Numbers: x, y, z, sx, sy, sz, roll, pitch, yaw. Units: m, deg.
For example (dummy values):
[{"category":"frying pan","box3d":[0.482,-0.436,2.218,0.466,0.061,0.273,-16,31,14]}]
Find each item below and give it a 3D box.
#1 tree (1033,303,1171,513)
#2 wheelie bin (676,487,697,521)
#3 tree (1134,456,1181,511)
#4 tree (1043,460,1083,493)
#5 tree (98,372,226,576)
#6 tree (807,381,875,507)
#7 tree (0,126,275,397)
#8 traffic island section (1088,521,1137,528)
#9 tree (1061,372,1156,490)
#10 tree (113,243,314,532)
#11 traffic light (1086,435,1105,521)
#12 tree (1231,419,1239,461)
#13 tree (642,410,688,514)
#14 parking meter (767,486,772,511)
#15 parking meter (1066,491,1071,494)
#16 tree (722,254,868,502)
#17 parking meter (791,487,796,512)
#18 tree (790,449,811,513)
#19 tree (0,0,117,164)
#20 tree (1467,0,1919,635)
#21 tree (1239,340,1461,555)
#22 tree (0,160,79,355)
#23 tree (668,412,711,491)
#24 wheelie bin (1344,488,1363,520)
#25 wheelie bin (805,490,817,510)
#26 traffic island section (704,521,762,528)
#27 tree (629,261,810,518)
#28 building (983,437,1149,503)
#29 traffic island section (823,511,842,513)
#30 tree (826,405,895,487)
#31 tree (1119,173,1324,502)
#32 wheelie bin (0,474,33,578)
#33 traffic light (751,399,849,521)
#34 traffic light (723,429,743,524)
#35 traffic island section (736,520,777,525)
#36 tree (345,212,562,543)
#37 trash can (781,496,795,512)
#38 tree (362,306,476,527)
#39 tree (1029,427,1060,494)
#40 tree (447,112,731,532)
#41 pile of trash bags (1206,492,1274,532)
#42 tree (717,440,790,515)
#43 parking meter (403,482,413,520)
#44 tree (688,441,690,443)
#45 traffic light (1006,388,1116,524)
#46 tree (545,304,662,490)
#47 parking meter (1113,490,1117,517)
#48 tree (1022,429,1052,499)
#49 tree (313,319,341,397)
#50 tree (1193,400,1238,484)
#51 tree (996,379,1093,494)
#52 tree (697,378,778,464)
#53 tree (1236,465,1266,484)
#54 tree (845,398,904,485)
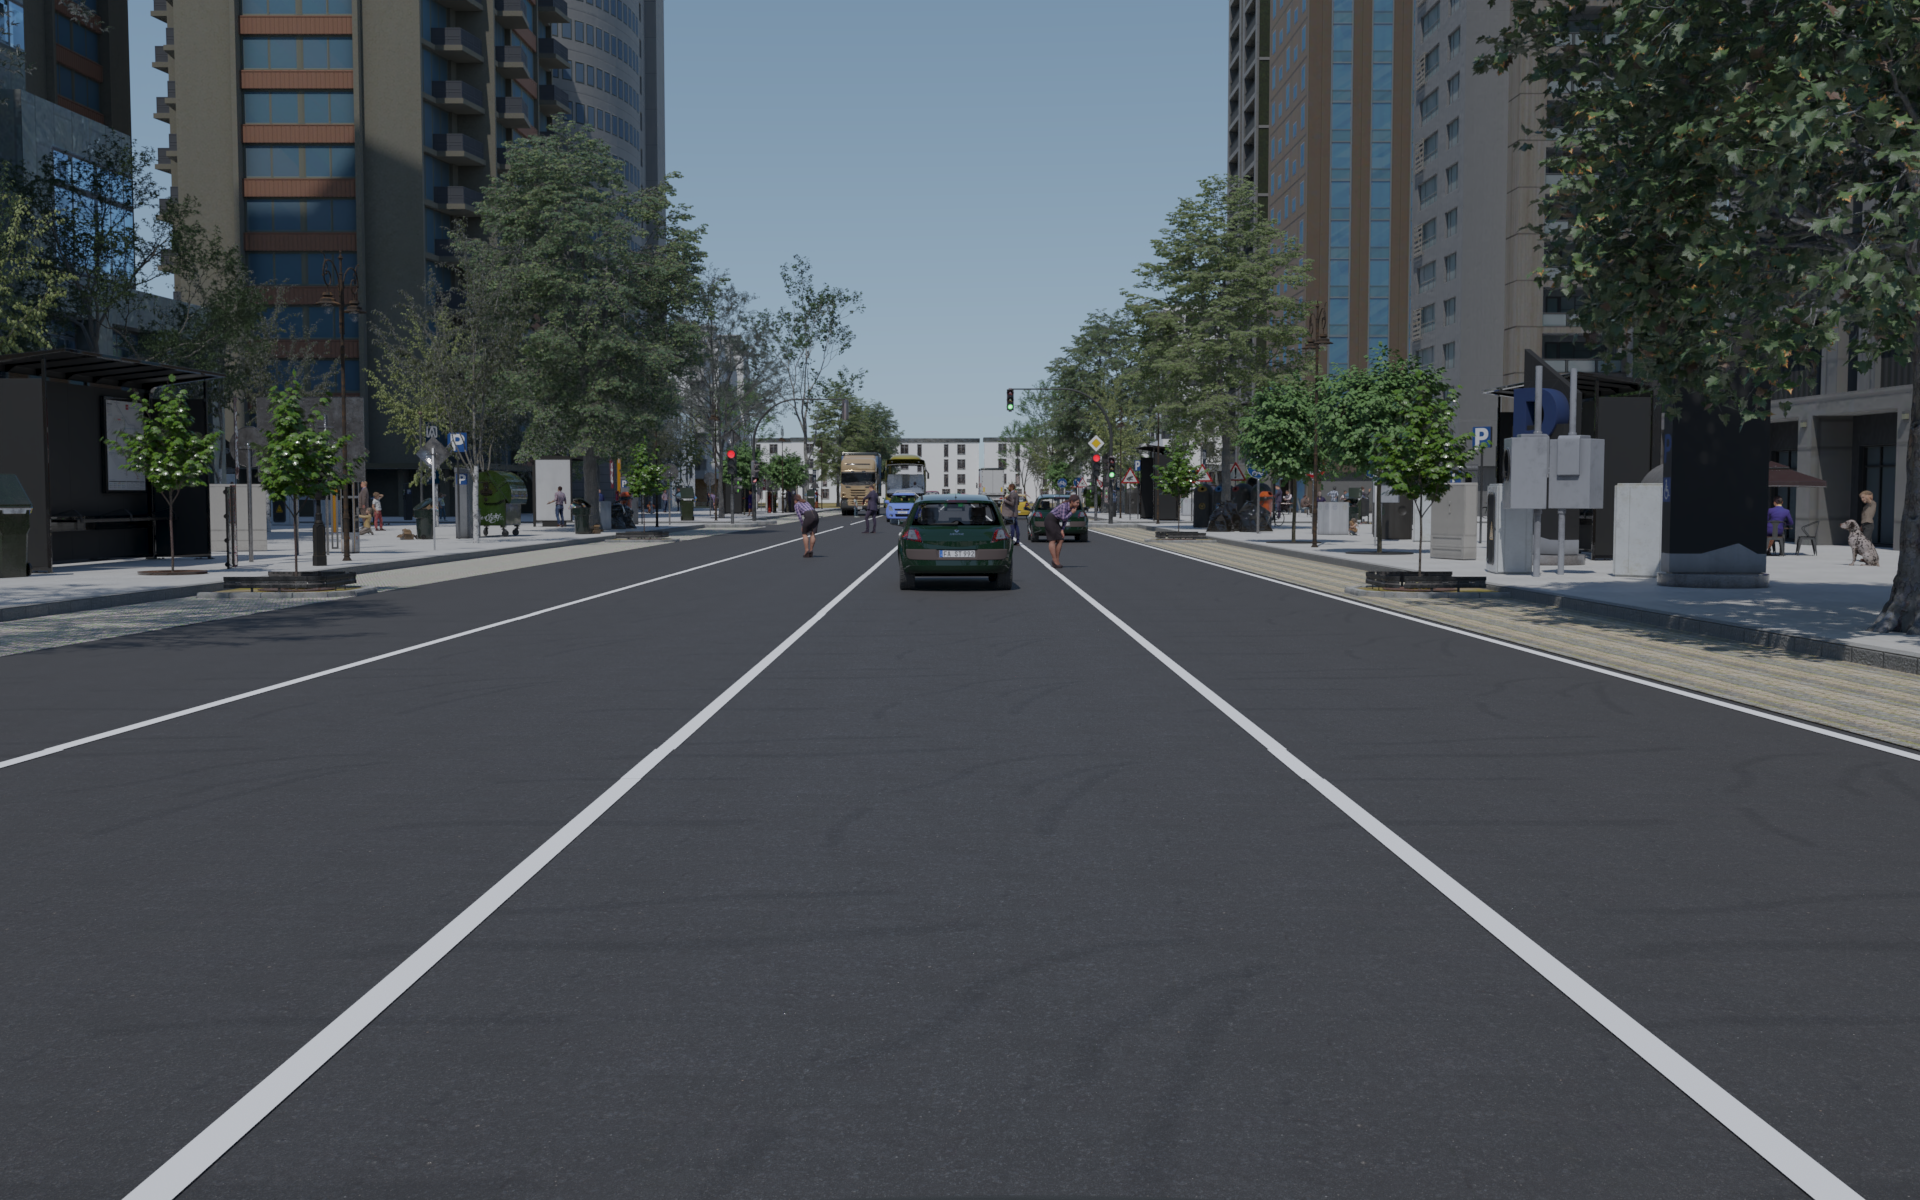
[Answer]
[{"category":"tree","box3d":[9.639,-12.779,115.586,9.857,13.997,8.962,0,3,0]},{"category":"wheelie bin","box3d":[-13.119,-4.590,82.962,0.980,1.594,0.693,-1,4,-18]},{"category":"tree","box3d":[15.731,-9.801,143.967,4.285,4.588,4.351,0,3,0]},{"category":"tree","box3d":[8.485,-9.848,144.729,4.285,4.588,4.351,0,3,0]},{"category":"tree","box3d":[-12.476,-2.019,27.606,1.663,3.219,1.824,0,3,0]},{"category":"tree","box3d":[-11.876,-15.552,172.402,7.486,12.596,7.792,0,3,0]},{"category":"tree","box3d":[-21.039,-6.663,43.344,8.767,10.594,7.601,0,4,4]},{"category":"traffic island section","box3d":[6.496,-3.195,74.518,2.009,0.180,2.903,0,3,0]},{"category":"tree","box3d":[9.406,-9.424,104.439,4.737,8.622,4.395,0,3,0]},{"category":"tree","box3d":[-21.744,-6.100,50.099,4.360,8.622,3.978,0,3,0]},{"category":"traffic light","box3d":[6.449,-5.717,82.390,0.839,4.253,0.868,0,3,0]},{"category":"tree","box3d":[8.754,-3.761,45.203,4.285,4.588,4.351,0,3,0]},{"category":"tree","box3d":[-22.316,-10.545,122.767,4.360,8.622,3.978,0,3,0]},{"category":"parking meter","box3d":[-14.041,-7.468,127.820,0.255,1.863,0.399,-2,4,-29]},{"category":"parking meter","box3d":[8.221,-7.537,131.641,0.372,1.533,0.369,0,3,0]},{"category":"tree","box3d":[-13.422,-17.359,139.703,12.611,20.169,13.585,0,3,0]},{"category":"parking meter","box3d":[-12.119,-7.353,125.924,0.399,1.863,0.255,-2,4,-27]},{"category":"tree","box3d":[-11.867,-8.249,118.581,4.285,4.588,4.351,0,3,0]},{"category":"tree","box3d":[-12.504,-6.345,14.108,12.009,13.543,11.850,0,3,0]},{"category":"tree","box3d":[9.030,-6.048,15.901,9.611,12.733,9.660,0,3,0]},{"category":"tree","box3d":[9.078,-3.266,37.106,4.285,4.588,4.351,0,3,0]},{"category":"tree","box3d":[-21.444,-5.329,37.495,4.737,8.622,4.395,0,3,0]},{"category":"tree","box3d":[-22.737,-11.872,144.468,4.737,8.622,4.395,0,3,0]},{"category":"wheelie bin","box3d":[19.491,-4.750,85.578,0.980,1.594,0.693,1,4,10]},{"category":"wheelie bin","box3d":[-12.034,-8.039,139.345,0.980,1.594,0.693,0,4,-7]},{"category":"traffic island section","box3d":[-9.805,-3.194,74.509,2.009,0.180,2.903,0,3,0]},{"category":"tree","box3d":[-12.745,-11.063,91.257,12.009,13.543,11.850,0,3,0]},{"category":"building","box3d":[17.484,-19.455,260.239,28.070,9.664,9.099,0,3,0]},{"category":"traffic island section","box3d":[-9.529,-6.803,134.088,1.991,0.108,1.994,0,3,0]},{"category":"tree","box3d":[-12.344,-18.545,220.216,9.611,12.733,9.660,0,3,0]},{"category":"tree","box3d":[9.186,-8.818,62.295,7.486,12.596,7.792,0,3,0]},{"category":"wheelie bin","box3d":[-14.766,-1.142,26.582,0.693,1.594,0.980,1,4,20]},{"category":"traffic light","box3d":[-7.681,-6.589,82.396,4.771,5.953,1.251,0,3,0]},{"category":"traffic light","box3d":[-9.765,-5.227,74.374,0.839,4.253,0.868,0,3,0]},{"category":"traffic island section","box3d":[-9.813,-3.683,82.494,2.009,0.180,2.903,0,3,0]},{"category":"tree","box3d":[-12.812,-5.786,44.959,4.360,8.622,3.978,0,3,0]},{"category":"trash can","box3d":[-12.533,-6.906,124.568,0.748,1.137,0.748,0,3,0]},{"category":"tree","box3d":[-20.601,-7.141,67.117,4.737,8.622,4.395,0,3,0]},{"category":"tree","box3d":[9.009,-13.291,167.676,4.737,8.622,4.395,0,3,0]},{"category":"tree","box3d":[-12.482,-9.280,58.388,9.857,13.997,8.962,0,3,0]},{"category":"pile of trash bags","box3d":[9.921,-3.050,59.615,1.912,1.369,3.447,2,4,34]},{"category":"tree","box3d":[-13.009,-7.394,104.611,4.285,4.588,4.351,0,3,0]},{"category":"parking meter","box3d":[-27.017,-4.831,84.698,0.399,1.863,0.255,-3,5,-45]},{"category":"tree","box3d":[-23.343,-11.443,137.448,4.360,8.622,3.978,0,3,0]},{"category":"traffic light","box3d":[4.364,-6.091,74.261,4.771,5.953,1.251,0,3,0]},{"category":"tree","box3d":[-21.368,-11.357,103.815,7.486,12.596,7.792,0,3,0]},{"category":"parking meter","box3d":[8.556,-5.406,96.805,0.372,1.533,0.369,0,3,0]},{"category":"tree","box3d":[8.887,-14.723,191.089,4.360,8.622,3.978,0,3,0]},{"category":"tree","box3d":[-23.159,-6.604,58.344,4.360,8.622,3.978,0,3,0]},{"category":"tree","box3d":[18.363,-10.756,126.222,4.360,8.622,3.978,0,3,0]},{"category":"tree","box3d":[8.582,-13.860,152.365,9.928,11.665,9.643,0,3,0]},{"category":"tree","box3d":[-19.496,-13.829,151.866,9.928,11.665,9.643,0,3,0]},{"category":"tree","box3d":[16.425,-6.347,98.376,1.663,3.219,1.824,0,3,0]},{"category":"tree","box3d":[-11.939,-19.933,232.558,9.857,13.997,8.962,0,3,0]}]
